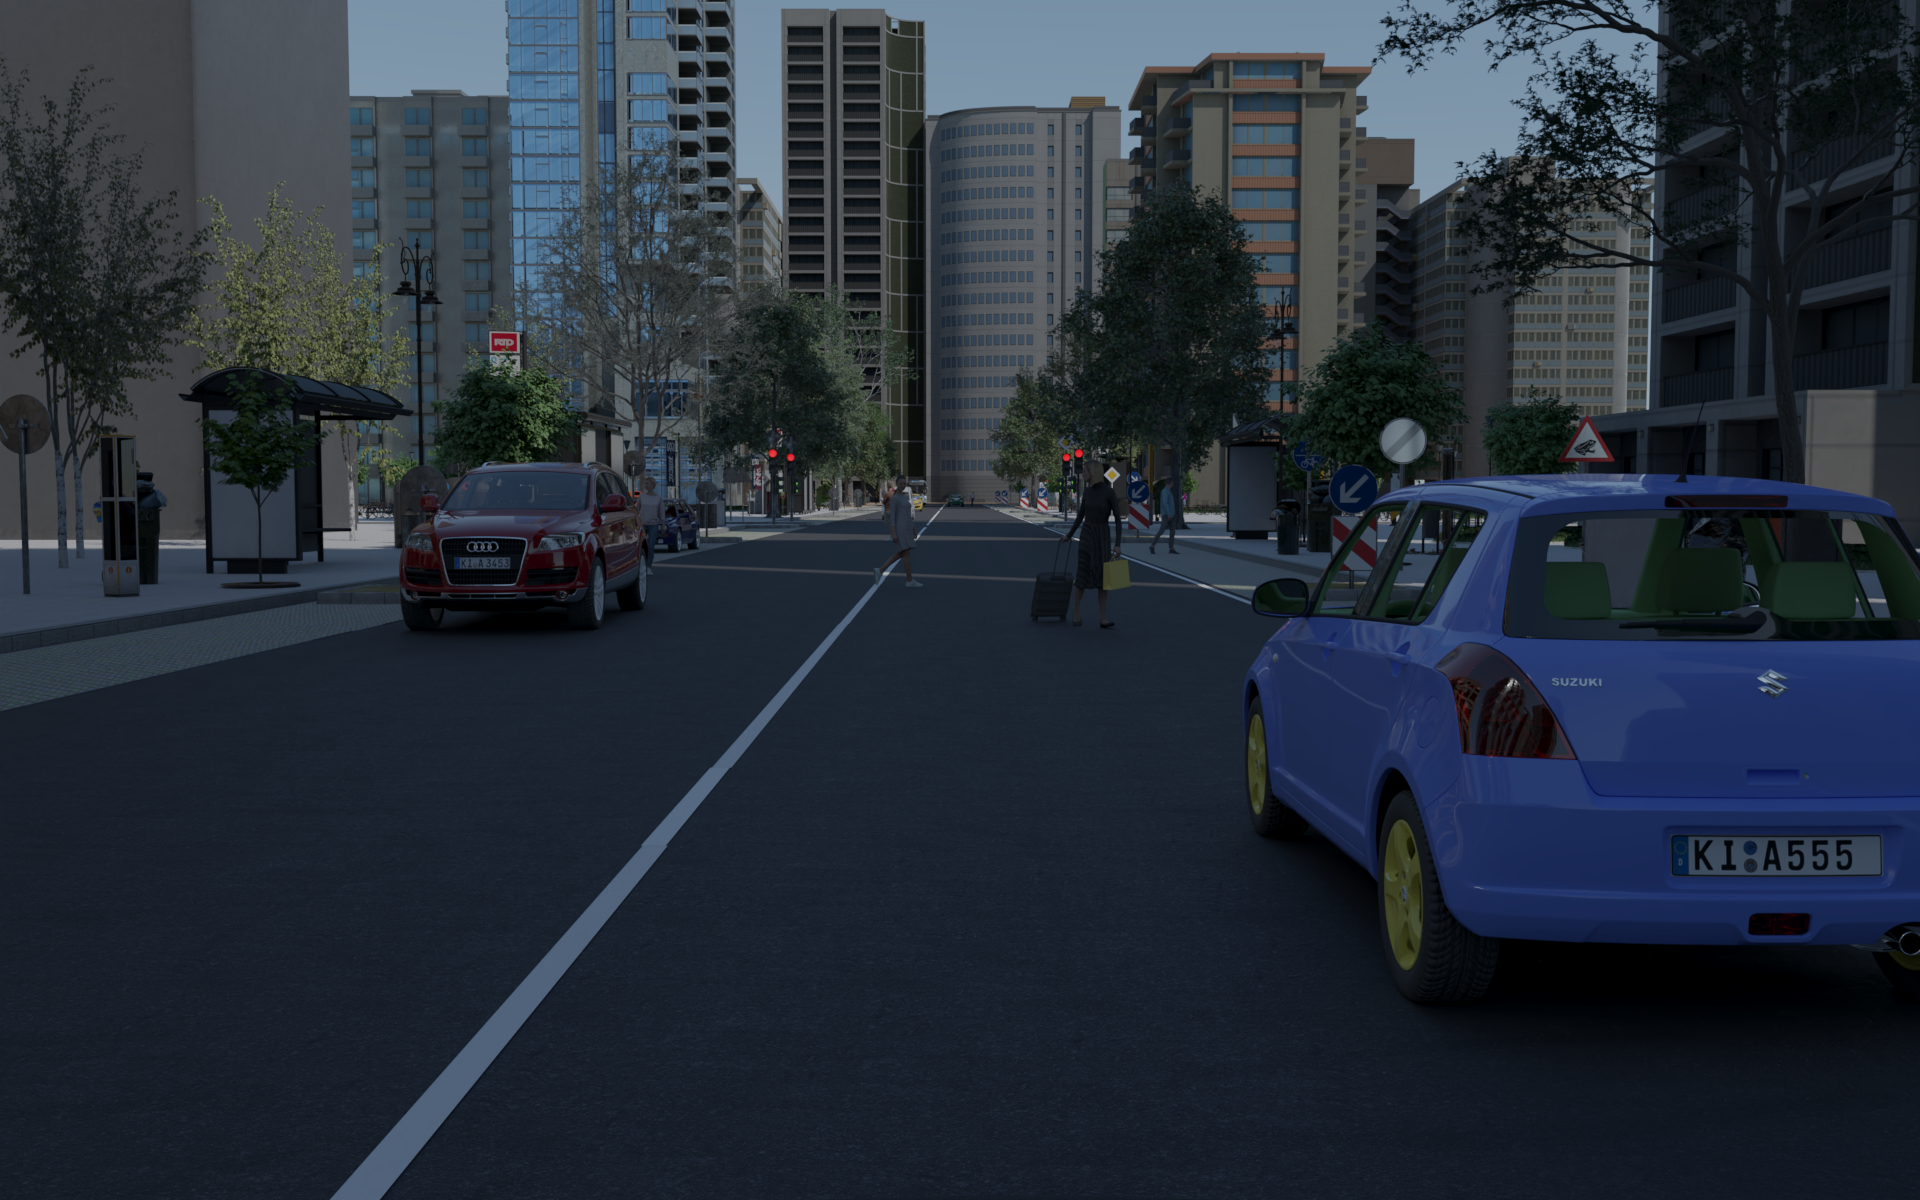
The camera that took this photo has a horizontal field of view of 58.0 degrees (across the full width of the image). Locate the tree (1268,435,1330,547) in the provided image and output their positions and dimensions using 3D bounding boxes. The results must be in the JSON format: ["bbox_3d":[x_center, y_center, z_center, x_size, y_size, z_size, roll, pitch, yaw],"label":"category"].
[{"bbox_3d":[8.244,-2.911,42.196,1.663,3.219,1.824,0,3,0],"label":"tree"}]

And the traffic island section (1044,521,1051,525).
[{"bbox_3d":[4.966,-3.584,80.874,2.009,0.180,2.903,0,4,0],"label":"traffic island section"}]

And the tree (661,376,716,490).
[{"bbox_3d":[-15.730,-9.465,105.116,4.360,8.622,3.978,0,3,0],"label":"tree"}]

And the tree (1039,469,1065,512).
[{"bbox_3d":[7.524,-9.006,141.845,1.663,3.219,1.824,0,3,0],"label":"tree"}]

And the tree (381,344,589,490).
[{"bbox_3d":[-9.873,-3.320,37.988,4.285,4.588,4.351,0,3,0],"label":"tree"}]

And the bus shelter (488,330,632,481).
[{"bbox_3d":[-10.469,-4.136,45.251,2.179,5.291,8.768,0,3,0],"label":"bus shelter"}]

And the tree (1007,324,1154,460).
[{"bbox_3d":[6.795,-9.482,89.446,7.601,10.594,8.767,3,4,39],"label":"tree"}]

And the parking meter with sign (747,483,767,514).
[{"bbox_3d":[-12.730,-6.993,110.604,1.738,3.016,0.543,1,4,14],"label":"parking meter with sign"}]

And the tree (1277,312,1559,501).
[{"bbox_3d":[7.527,-2.911,31.311,4.285,4.588,4.351,0,3,0],"label":"tree"}]

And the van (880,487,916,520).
[{"bbox_3d":[-3.401,-5.428,95.760,2.013,2.044,4.112,0,4,1],"label":"van"}]

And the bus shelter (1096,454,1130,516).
[{"bbox_3d":[9.197,-6.922,104.458,1.731,3.624,6.357,0,4,0],"label":"bus shelter"}]

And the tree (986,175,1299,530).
[{"bbox_3d":[7.796,-8.904,62.587,9.611,12.733,9.660,0,3,0],"label":"tree"}]

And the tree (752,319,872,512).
[{"bbox_3d":[-10.501,-13.151,121.671,9.857,13.997,8.962,0,3,0],"label":"tree"}]

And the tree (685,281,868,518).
[{"bbox_3d":[-9.876,-10.727,92.388,9.611,12.733,9.660,0,3,0],"label":"tree"}]

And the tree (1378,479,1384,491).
[{"bbox_3d":[25.284,-6.873,106.980,1.663,3.219,1.824,0,3,0],"label":"tree"}]

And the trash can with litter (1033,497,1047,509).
[{"bbox_3d":[7.184,-8.714,153.858,1.055,1.170,0.624,-2,4,-33],"label":"trash can with litter"}]

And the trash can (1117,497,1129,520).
[{"bbox_3d":[8.157,-4.625,87.277,0.748,1.137,0.748,0,3,0],"label":"trash can"}]

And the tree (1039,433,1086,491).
[{"bbox_3d":[8.222,-11.306,135.217,4.737,8.622,4.395,0,3,0],"label":"tree"}]

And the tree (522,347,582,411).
[{"bbox_3d":[-20.413,-8.301,86.084,4.360,8.622,3.978,0,3,0],"label":"tree"}]

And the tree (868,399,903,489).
[{"bbox_3d":[-11.502,-15.714,173.926,9.611,12.733,9.660,0,3,0],"label":"tree"}]

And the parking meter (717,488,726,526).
[{"bbox_3d":[-9.639,-3.761,69.904,0.372,1.533,0.369,0,3,0],"label":"parking meter"}]

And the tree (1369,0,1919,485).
[{"bbox_3d":[8.231,-5.073,17.352,8.767,10.594,7.601,-3,4,-38],"label":"tree"}]

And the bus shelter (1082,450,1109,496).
[{"bbox_3d":[9.508,-8.763,120.902,2.179,5.291,8.768,0,4,0],"label":"bus shelter"}]

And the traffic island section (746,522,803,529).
[{"bbox_3d":[-7.846,-3.093,72.848,2.009,0.180,2.903,0,4,0],"label":"traffic island section"}]

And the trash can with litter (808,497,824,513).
[{"bbox_3d":[-10.683,-6.483,117.056,2.233,1.210,1.678,1,4,14],"label":"trash can with litter"}]

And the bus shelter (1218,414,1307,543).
[{"bbox_3d":[8.337,-3.209,46.392,2.014,3.302,5.546,0,4,0],"label":"bus shelter"}]

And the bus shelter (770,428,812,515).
[{"bbox_3d":[-10.490,-7.993,108.325,2.179,5.291,8.768,0,3,0],"label":"bus shelter"}]

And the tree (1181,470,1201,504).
[{"bbox_3d":[16.496,-7.945,124.497,1.663,3.219,1.824,0,3,0],"label":"tree"}]

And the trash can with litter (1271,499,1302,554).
[{"bbox_3d":[6.955,-1.559,36.876,0.624,1.170,1.055,1,4,12],"label":"trash can with litter"}]

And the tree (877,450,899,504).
[{"bbox_3d":[-10.305,-17.032,228.827,4.737,8.622,4.395,0,3,0],"label":"tree"}]

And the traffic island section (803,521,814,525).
[{"bbox_3d":[-7.875,-3.581,80.833,2.009,0.180,2.903,0,4,0],"label":"traffic island section"}]

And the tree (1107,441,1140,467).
[{"bbox_3d":[13.729,-12.281,151.156,4.737,8.622,4.395,0,3,0],"label":"tree"}]

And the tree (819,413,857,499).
[{"bbox_3d":[-10.277,-11.572,139.556,4.737,8.622,4.395,0,3,0],"label":"tree"}]

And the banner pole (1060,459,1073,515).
[{"bbox_3d":[6.683,-7.254,108.612,0.863,3.779,0.401,0,4,6],"label":"banner pole"}]

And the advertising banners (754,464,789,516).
[{"bbox_3d":[-11.045,-6.429,101.295,2.074,3.025,0.090,1,4,10],"label":"advertising banners"}]

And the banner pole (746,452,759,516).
[{"bbox_3d":[-12.241,-6.877,102.448,0.863,3.779,0.401,-1,4,-21],"label":"banner pole"}]

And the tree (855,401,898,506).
[{"bbox_3d":[-10.760,-16.367,193.355,9.928,11.665,9.643,0,3,0],"label":"tree"}]

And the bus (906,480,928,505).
[{"bbox_3d":[-5.573,-14.077,225.011,2.948,3.499,13.247,0,4,-1],"label":"bus"}]

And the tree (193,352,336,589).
[{"bbox_3d":[-9.763,-1.792,23.893,1.663,3.219,1.824,0,3,0],"label":"tree"}]

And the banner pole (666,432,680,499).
[{"bbox_3d":[-11.593,-4.910,70.295,0.863,3.779,0.401,-3,5,-44],"label":"banner pole"}]

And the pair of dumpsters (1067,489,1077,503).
[{"bbox_3d":[9.364,-8.914,148.235,1.574,2.255,4.437,0,3,0],"label":"pair of dumpsters"}]

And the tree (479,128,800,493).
[{"bbox_3d":[-10.494,-8.999,57.503,12.009,13.543,11.850,0,3,0],"label":"tree"}]

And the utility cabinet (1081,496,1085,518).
[{"bbox_3d":[6.529,-4.870,90.784,0.306,1.237,1.020,1,4,10],"label":"utility cabinet"}]

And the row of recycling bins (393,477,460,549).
[{"bbox_3d":[-12.588,-2.154,42.327,1.069,1.692,3.534,1,4,19],"label":"row of recycling bins"}]

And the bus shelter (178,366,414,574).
[{"bbox_3d":[-11.379,-2.222,30.252,2.014,3.302,5.546,0,4,0],"label":"bus shelter"}]

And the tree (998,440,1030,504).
[{"bbox_3d":[7.566,-16.355,217.761,4.737,8.622,4.395,0,3,0],"label":"tree"}]

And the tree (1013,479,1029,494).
[{"bbox_3d":[6.681,-12.313,195.917,1.663,3.219,1.824,0,3,0],"label":"tree"}]

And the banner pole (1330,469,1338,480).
[{"bbox_3d":[8.633,-3.056,39.987,0.401,3.779,0.863,0,4,1],"label":"banner pole"}]

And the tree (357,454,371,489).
[{"bbox_3d":[-43.088,-8.429,121.534,4.285,4.588,4.351,0,3,0],"label":"tree"}]

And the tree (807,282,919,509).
[{"bbox_3d":[-9.995,-18.177,153.084,12.611,20.169,13.585,0,3,0],"label":"tree"}]

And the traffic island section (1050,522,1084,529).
[{"bbox_3d":[4.995,-3.095,72.889,2.009,0.180,2.903,0,4,0],"label":"traffic island section"}]

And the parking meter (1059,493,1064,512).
[{"bbox_3d":[7.235,-7.185,123.191,0.399,1.863,0.255,-1,4,-14],"label":"parking meter"}]
